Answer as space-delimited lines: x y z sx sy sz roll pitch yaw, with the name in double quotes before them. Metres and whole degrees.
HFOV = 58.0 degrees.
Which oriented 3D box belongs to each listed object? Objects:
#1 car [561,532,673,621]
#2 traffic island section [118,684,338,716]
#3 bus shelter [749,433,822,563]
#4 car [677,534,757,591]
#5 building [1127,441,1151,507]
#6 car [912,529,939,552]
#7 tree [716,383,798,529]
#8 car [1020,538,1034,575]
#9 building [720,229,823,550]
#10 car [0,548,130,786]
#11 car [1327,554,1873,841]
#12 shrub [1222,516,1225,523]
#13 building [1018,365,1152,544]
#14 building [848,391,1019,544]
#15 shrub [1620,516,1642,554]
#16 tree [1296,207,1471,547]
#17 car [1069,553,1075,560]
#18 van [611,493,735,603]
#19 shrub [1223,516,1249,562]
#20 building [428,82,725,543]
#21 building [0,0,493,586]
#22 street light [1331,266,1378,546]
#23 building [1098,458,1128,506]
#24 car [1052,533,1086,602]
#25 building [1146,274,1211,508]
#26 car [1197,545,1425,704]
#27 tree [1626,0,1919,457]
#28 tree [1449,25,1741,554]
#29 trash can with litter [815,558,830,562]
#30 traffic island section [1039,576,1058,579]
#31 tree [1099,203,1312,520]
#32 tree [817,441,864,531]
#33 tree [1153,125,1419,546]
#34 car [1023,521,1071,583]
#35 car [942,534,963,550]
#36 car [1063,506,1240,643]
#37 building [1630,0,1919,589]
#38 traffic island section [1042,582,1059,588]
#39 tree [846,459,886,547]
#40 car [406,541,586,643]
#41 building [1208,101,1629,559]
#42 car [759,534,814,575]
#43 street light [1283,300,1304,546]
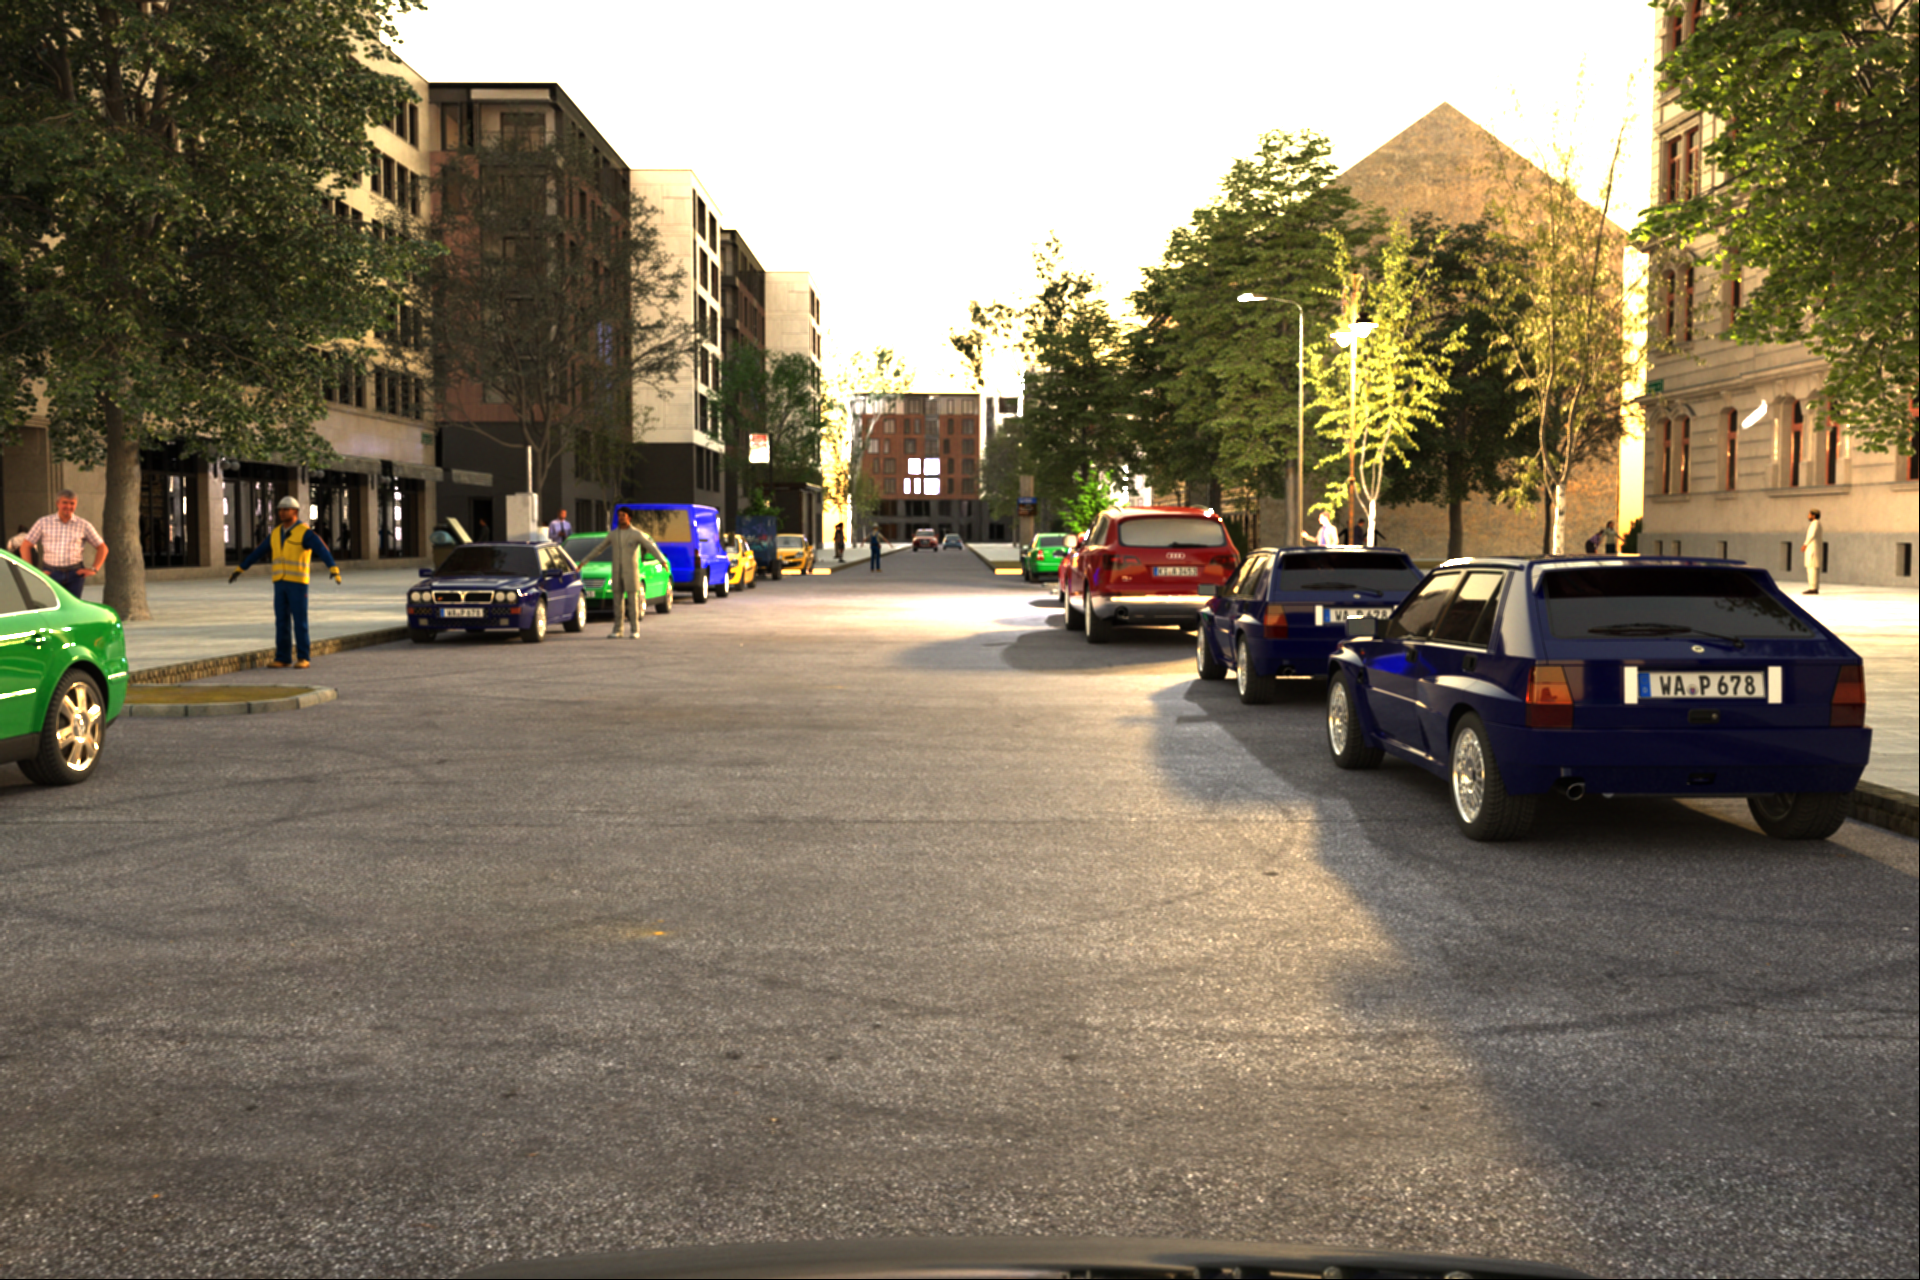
"car" -6.115 -1.293 29.935 1.959 1.807 4.718 0 4 0
"traffic island section" -6.410 0.506 14.593 1.991 0.108 1.994 0 4 0
"bus shelter" -7.240 -5.752 71.682 2.179 5.291 8.768 0 4 1
"car" -6.262 -2.098 44.527 2.015 1.641 3.980 0 3 0
"building" 19.616 -12.246 142.364 9.099 9.664 28.070 0 4 0
"car" -2.860 -8.272 143.924 2.281 1.827 5.304 0 3 0
"tree" -9.642 -8.173 83.984 4.360 8.622 3.978 0 3 0
"car" 3.037 -2.846 59.118 1.945 1.354 3.894 0 4 -1
"building" -25.605 -17.647 132.496 27.936 21.610 32.646 0 4 0
"car" -5.924 0.015 8.551 1.959 1.807 4.718 0 4 0
"car" 3.193 0.192 9.440 1.945 1.354 3.894 0 4 -2
"shrub" 10.449 -3.952 69.036 1.690 2.028 1.600 0 3 0
"building" 21.447 -23.354 225.818 27.936 21.610 32.646 0 4 -1
"building" -0.229 -25.259 259.419 32.646 21.610 27.936 0 4 -5
"shrub" 26.841 -3.906 68.285 1.690 2.028 1.600 0 3 0
"tree" 9.597 -5.486 40.066 4.737 8.622 4.395 0 3 0
"car" 2.965 -1.241 29.326 2.155 1.783 4.494 0 4 -1
"van" -6.179 -2.020 37.403 2.240 2.365 5.245 0 3 0
"shrub" 10.290 -3.781 66.241 1.690 2.028 1.600 0 3 0
"building" -28.892 -15.345 94.873 27.936 21.610 32.646 0 4 -1
"building" -30.973 -15.433 54.495 24.374 26.755 37.873 0 3 0
"street light" 6.833 -3.510 30.169 0.468 5.910 1.993 0 4 0
"building" 21.014 -15.243 191.372 9.099 9.664 28.070 0 4 -1
"car" 2.991 -1.606 35.302 2.155 1.783 4.494 0 4 0
"building" 23.182 -17.420 115.741 19.493 23.208 18.063 0 4 0
"car" 3.224 -0.204 15.908 1.945 1.354 3.894 0 3 0
"tree" 9.242 -5.904 14.658 7.486 12.596 7.792 0 3 0
"tree" 8.880 -4.627 26.018 4.360 8.622 3.978 0 3 0
"trash can with litter" -6.908 -4.317 81.642 1.678 1.210 2.233 0 4 0
"traffic island section" 3.166 -2.015 55.807 1.991 0.108 1.994 0 4 -1
"tree" 8.533 -8.683 60.099 7.486 12.596 7.792 0 3 0
"tree" -9.254 -11.363 136.142 4.737 8.622 4.395 0 3 0
"tree" 9.002 -8.012 49.121 7.486 12.596 7.792 0 3 0
"car" 2.886 -2.626 51.739 1.959 1.807 4.718 0 4 -1
"car" -0.705 -9.040 159.805 2.014 1.417 4.499 0 4 -1
"car" 2.632 -0.953 24.252 2.281 1.827 5.304 0 4 -2
"building" 28.598 -15.768 45.202 14.401 28.519 23.554 0 4 0
"traffic island section" 3.252 -1.492 47.254 1.991 0.108 1.994 0 4 0
"tree" -9.259 -13.342 168.506 4.737 8.622 4.395 0 3 0
"car" -6.377 -0.702 24.059 1.945 1.354 3.894 0 4 0
"building" 24.599 -16.300 97.439 19.493 23.208 18.063 0 4 0
"car" -6.239 -3.180 62.217 2.015 1.641 3.980 0 4 0
"street light" 7.149 -3.735 33.610 1.470 5.913 1.316 0 4 -1
